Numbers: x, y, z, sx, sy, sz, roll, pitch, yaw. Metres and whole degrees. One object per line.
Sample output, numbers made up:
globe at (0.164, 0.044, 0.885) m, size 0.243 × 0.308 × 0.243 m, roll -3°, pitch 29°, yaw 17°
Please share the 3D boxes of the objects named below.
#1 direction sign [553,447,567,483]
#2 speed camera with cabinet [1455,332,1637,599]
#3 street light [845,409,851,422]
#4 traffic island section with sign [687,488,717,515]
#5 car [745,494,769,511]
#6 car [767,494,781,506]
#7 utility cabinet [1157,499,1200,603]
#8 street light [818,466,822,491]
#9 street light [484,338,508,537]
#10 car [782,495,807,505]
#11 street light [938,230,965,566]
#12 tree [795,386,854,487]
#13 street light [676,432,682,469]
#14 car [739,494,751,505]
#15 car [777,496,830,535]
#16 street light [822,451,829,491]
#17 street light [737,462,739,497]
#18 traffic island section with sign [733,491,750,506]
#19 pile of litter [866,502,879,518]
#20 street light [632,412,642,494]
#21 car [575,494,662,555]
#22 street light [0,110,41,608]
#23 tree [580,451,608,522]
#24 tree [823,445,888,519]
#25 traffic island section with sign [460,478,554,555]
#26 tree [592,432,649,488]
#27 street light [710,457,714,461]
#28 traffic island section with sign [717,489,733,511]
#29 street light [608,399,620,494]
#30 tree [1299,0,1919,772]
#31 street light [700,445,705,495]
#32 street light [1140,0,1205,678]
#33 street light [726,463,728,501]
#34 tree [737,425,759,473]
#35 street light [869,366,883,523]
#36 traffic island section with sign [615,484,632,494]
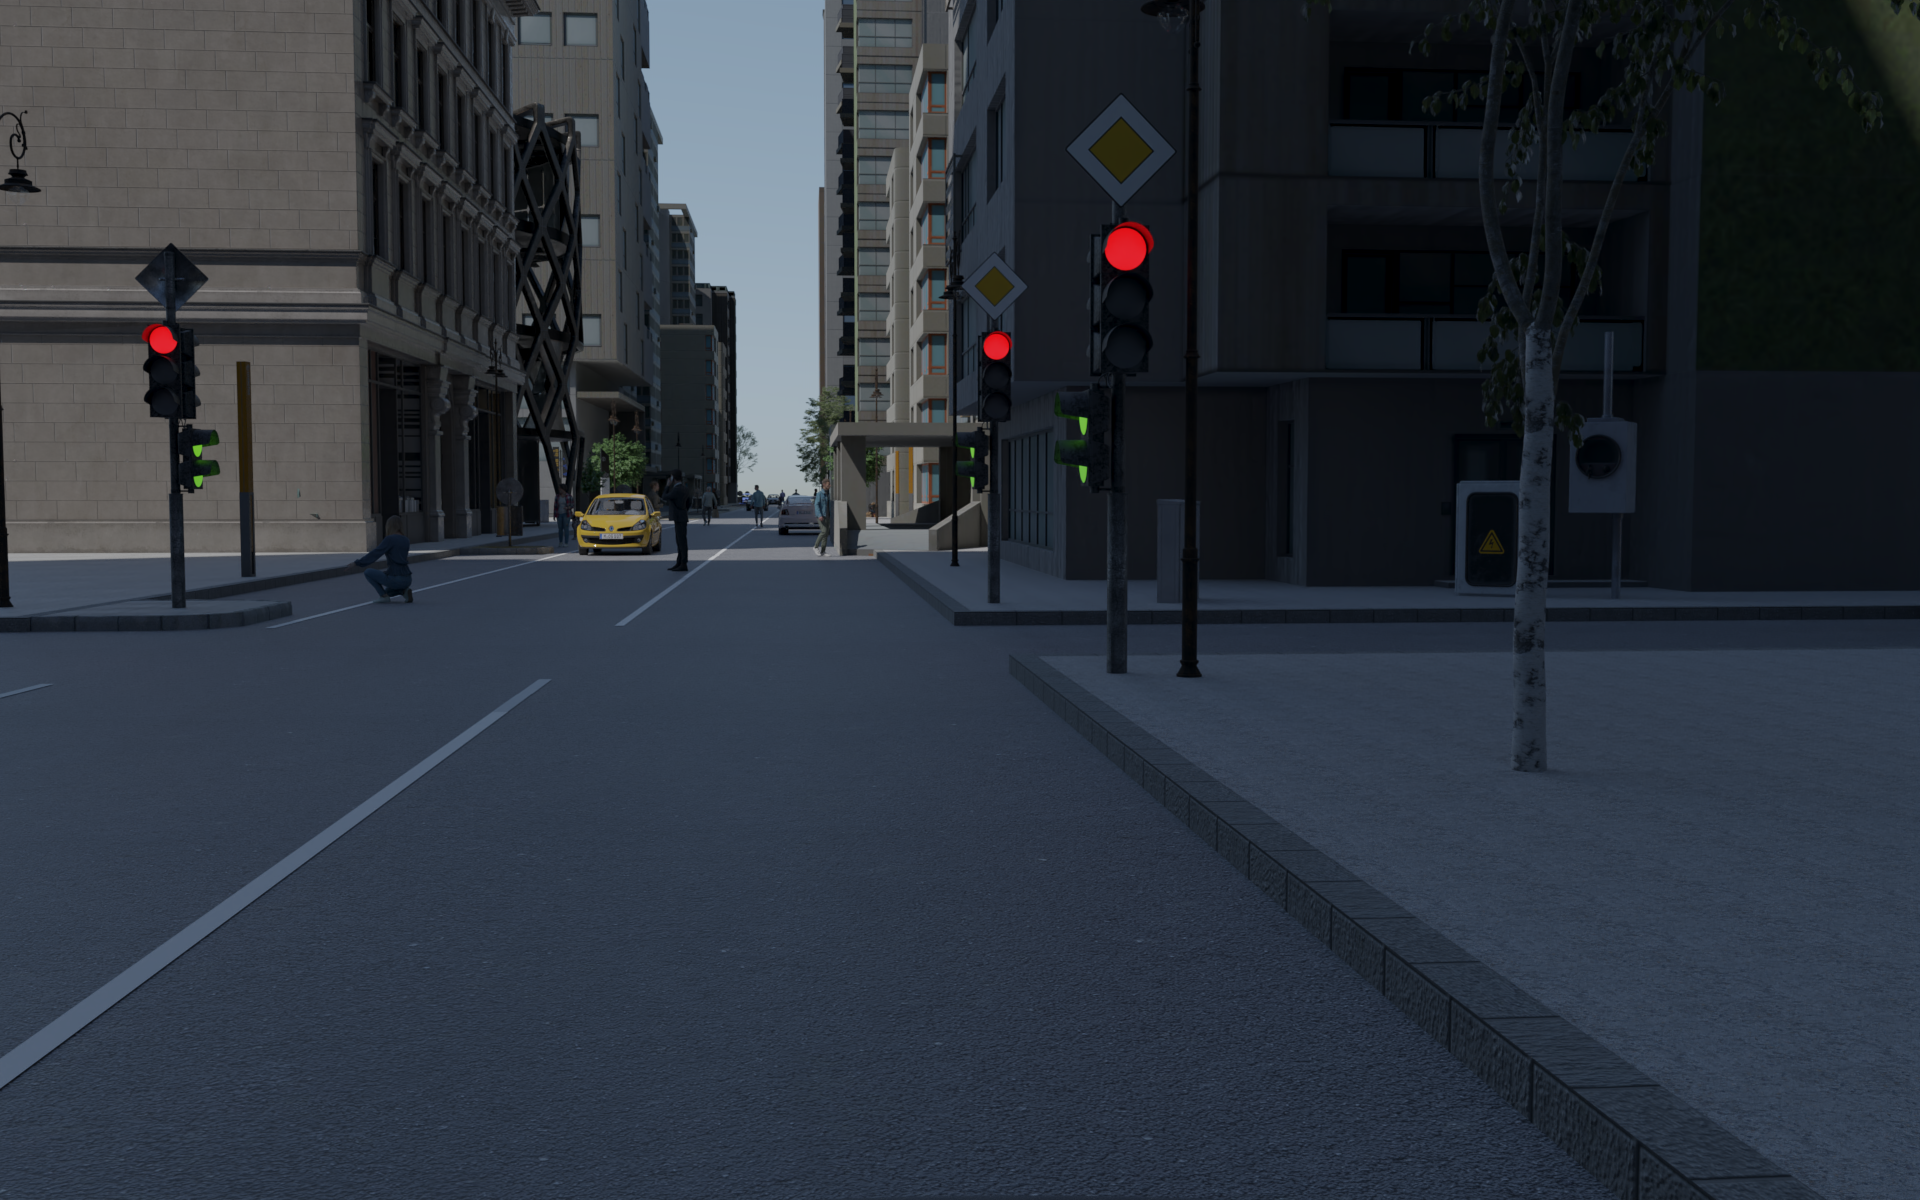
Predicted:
direction sign at (-19.098, -5.561, 82.914) m, size 0.876 × 3.537 × 0.379 m, roll 1°, pitch 4°, yaw 20°
speed camera with cabinet at (7.240, -1.657, 21.434) m, size 2.038 × 3.252 × 0.660 m, roll 2°, pitch 4°, yaw 32°
street light at (-5.988, -7.462, 94.796) m, size 0.468 × 5.910 × 1.993 m, roll 0°, pitch 4°, yaw -5°
traffic island section with sign at (-17.923, -6.733, 118.718) m, size 1.989 × 1.847 × 2.006 m, roll 0°, pitch 4°, yaw -5°
car at (-17.230, -8.402, 147.154) m, size 2.009 × 1.686 × 4.222 m, roll 0°, pitch 4°, yaw -4°
car at (-22.614, -12.244, 209.980) m, size 2.009 × 1.686 × 4.222 m, roll 0°, pitch 4°, yaw -4°
utility cabinet at (2.633, -0.589, 20.788) m, size 0.306 × 1.237 × 1.020 m, roll 1°, pitch 4°, yaw 21°
street light at (-17.518, -15.212, 221.495) m, size 0.468 × 5.910 × 1.993 m, roll 0°, pitch 4°, yaw -5°
street light at (-13.782, -4.819, 51.581) m, size 0.468 × 5.910 × 1.993 m, roll 0°, pitch 4°, yaw -5°
car at (-10.060, -5.843, 107.892) m, size 2.083 × 1.381 × 4.827 m, roll 0°, pitch 4°, yaw -4°
street light at (-0.091, -3.535, 30.585) m, size 0.468 × 5.910 × 1.993 m, roll 0°, pitch 4°, yaw -5°
tree at (-13.315, -16.100, 181.367) m, size 7.486 × 12.596 × 7.792 m, roll 0°, pitch 3°, yaw 0°
street light at (-20.832, -9.512, 128.308) m, size 0.468 × 5.910 × 1.993 m, roll 0°, pitch 4°, yaw -5°
car at (-26.742, -12.698, 217.205) m, size 1.945 × 1.707 × 3.694 m, roll 0°, pitch 4°, yaw -3°
car at (-5.557, -3.053, 62.283) m, size 2.083 × 1.381 × 4.827 m, roll 0°, pitch 4°, yaw -4°
street light at (-14.608, -13.248, 189.386) m, size 0.468 × 5.910 × 1.993 m, roll 0°, pitch 4°, yaw -5°
street light at (-31.299, -16.560, 243.536) m, size 0.468 × 5.910 × 1.993 m, roll 0°, pitch 4°, yaw -5°
traffic island section with sign at (-25.493, -11.790, 201.396) m, size 1.989 × 1.847 × 2.006 m, roll 0°, pitch 4°, yaw -5°
pile of litter at (-5.032, -4.955, 94.979) m, size 1.176 × 0.858 × 1.719 m, roll -1°, pitch 4°, yaw -9°
street light at (-17.917, -7.548, 96.199) m, size 0.468 × 5.910 × 1.993 m, roll 0°, pitch 4°, yaw -5°
car at (-8.206, -1.936, 41.872) m, size 2.015 × 1.641 × 3.980 m, roll 0°, pitch 4°, yaw -5°
street light at (-10.843, -2.855, 19.475) m, size 0.468 × 5.910 × 1.993 m, roll 0°, pitch 4°, yaw -5°
tree at (-16.727, -5.122, 78.350) m, size 1.663 × 3.219 × 1.824 m, roll 0°, pitch 3°, yaw 0°
tree at (-5.370, -6.407, 88.467) m, size 4.285 × 4.588 × 4.351 m, roll 0°, pitch 3°, yaw 0°
traffic island section with sign at (-10.865, -2.024, 41.717) m, size 1.989 × 1.847 × 2.006 m, roll 0°, pitch 4°, yaw -5°
tree at (-17.978, -6.570, 91.133) m, size 4.285 × 4.588 × 4.351 m, roll 0°, pitch 3°, yaw 0°
street light at (-25.486, -12.582, 178.506) m, size 0.468 × 5.910 × 1.993 m, roll 0°, pitch 4°, yaw -5°
traffic island section with sign at (-20.380, -8.375, 145.561) m, size 1.989 × 1.847 × 2.006 m, roll 0°, pitch 4°, yaw -5°
street light at (-16.741, -6.796, 83.900) m, size 0.468 × 5.910 × 1.993 m, roll 0°, pitch 4°, yaw -5°
tree at (2.884, -3.515, 7.832) m, size 4.360 × 8.622 × 3.978 m, roll 0°, pitch 3°, yaw 0°
street light at (-23.784, -11.476, 160.413) m, size 0.468 × 5.910 × 1.993 m, roll 0°, pitch 4°, yaw -5°
street light at (1.611, -2.398, 11.998) m, size 0.468 × 5.910 × 1.993 m, roll 0°, pitch 4°, yaw -5°
street light at (-28.434, -14.595, 211.423) m, size 0.468 × 5.910 × 1.993 m, roll 0°, pitch 4°, yaw -5°
tree at (-32.942, -19.892, 250.986) m, size 9.928 × 11.665 × 9.643 m, roll 0°, pitch 3°, yaw 0°
street light at (-3.017, -5.499, 62.692) m, size 0.468 × 5.910 × 1.993 m, roll 0°, pitch 4°, yaw -5°
traffic island section with sign at (-13.350, -3.684, 68.857) m, size 1.989 × 1.847 × 2.006 m, roll 0°, pitch 4°, yaw -5°
